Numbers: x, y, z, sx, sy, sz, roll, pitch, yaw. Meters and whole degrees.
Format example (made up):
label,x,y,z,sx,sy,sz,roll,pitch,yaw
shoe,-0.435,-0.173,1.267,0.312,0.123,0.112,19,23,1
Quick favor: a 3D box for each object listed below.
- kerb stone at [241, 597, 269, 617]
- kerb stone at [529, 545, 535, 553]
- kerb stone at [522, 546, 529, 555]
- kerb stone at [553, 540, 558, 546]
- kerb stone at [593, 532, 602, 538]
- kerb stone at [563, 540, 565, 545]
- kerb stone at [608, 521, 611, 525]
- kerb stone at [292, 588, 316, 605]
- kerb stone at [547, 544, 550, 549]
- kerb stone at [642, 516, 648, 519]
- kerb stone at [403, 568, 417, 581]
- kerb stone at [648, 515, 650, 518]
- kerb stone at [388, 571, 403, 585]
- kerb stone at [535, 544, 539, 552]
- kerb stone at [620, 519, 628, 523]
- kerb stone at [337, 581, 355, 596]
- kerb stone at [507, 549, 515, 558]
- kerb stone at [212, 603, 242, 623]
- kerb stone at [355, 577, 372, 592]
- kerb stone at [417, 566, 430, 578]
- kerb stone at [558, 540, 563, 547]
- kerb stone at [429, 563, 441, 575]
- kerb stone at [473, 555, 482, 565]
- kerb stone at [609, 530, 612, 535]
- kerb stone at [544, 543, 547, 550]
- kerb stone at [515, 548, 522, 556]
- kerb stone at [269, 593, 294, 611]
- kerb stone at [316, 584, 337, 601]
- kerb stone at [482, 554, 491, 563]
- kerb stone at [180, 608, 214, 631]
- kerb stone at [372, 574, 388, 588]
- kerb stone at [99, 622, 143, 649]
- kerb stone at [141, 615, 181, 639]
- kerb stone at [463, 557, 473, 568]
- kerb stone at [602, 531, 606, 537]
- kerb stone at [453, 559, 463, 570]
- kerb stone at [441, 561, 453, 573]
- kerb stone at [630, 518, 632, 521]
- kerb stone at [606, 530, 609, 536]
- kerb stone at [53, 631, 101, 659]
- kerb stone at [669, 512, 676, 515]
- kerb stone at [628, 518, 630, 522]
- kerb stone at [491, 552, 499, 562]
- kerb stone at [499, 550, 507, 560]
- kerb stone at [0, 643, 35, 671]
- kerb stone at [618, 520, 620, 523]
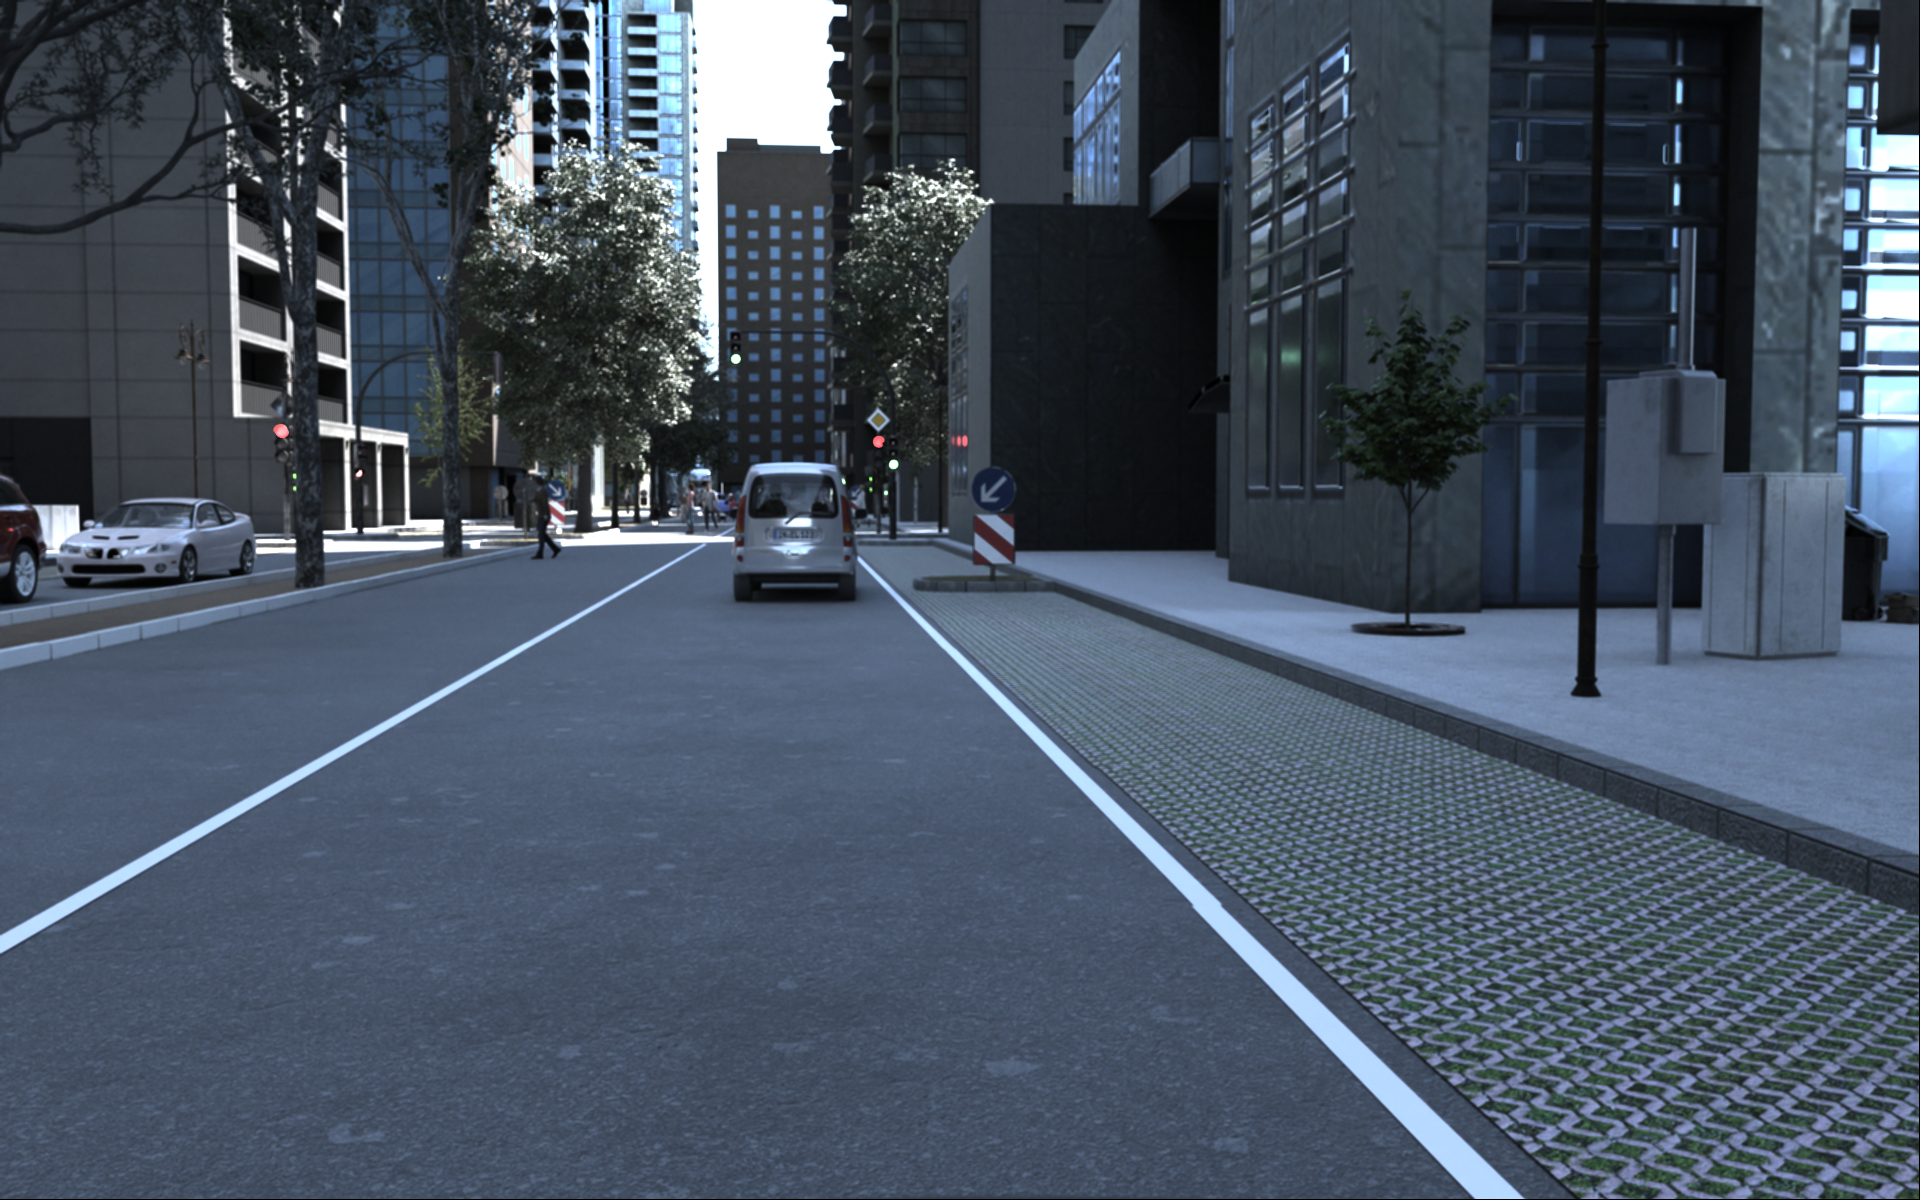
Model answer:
label,x,y,z,sx,sy,sz,roll,pitch,yaw
kerb stone,-8.460,0.097,20.604,0.120,0.150,1.000,0,4,-5
kerb stone,-10.521,-1.211,42.054,0.120,0.150,1.000,0,4,-5
kerb stone,-10.415,-1.152,41.037,0.120,0.150,1.000,0,4,-5
kerb stone,-10.916,-1.465,46.144,0.120,0.150,1.000,0,4,-5
kerb stone,-11.946,-2.120,56.862,0.120,0.150,1.000,0,4,-5
kerb stone,-11.109,-1.590,48.184,0.120,0.150,1.000,0,4,-5
kerb stone,-16.188,-3.477,79.117,0.120,0.150,1.000,0,4,-5
kerb stone,-8.658,-0.028,22.654,0.120,0.150,1.000,0,4,-5
kerb stone,-10.813,-1.401,45.124,0.120,0.150,1.000,0,4,-5
kerb stone,-18.149,-4.730,99.524,0.120,0.150,1.000,0,4,-5
kerb stone,-9.243,-0.404,28.799,0.120,0.150,1.000,0,4,-5
kerb stone,-18.257,-4.792,100.545,0.120,0.150,1.000,0,4,-5
kerb stone,-9.147,-0.342,27.781,0.120,0.150,1.000,0,4,-5
kerb stone,-10.618,-1.277,43.077,0.120,0.150,1.000,0,4,-5
kerb stone,-16.979,-3.980,87.265,0.120,0.150,1.000,0,4,-5
kerb stone,-8.856,-0.154,24.714,0.120,0.150,1.000,0,4,-5
kerb stone,-10.220,-1.028,38.997,0.120,0.150,1.000,0,4,-5
kerb stone,-8.366,0.160,19.581,0.120,0.150,1.000,0,4,-5
kerb stone,-8.957,-0.210,25.738,0.120,0.150,1.000,0,4,-5
kerb stone,-9.341,-0.460,29.817,0.120,0.150,1.000,0,4,-5
kerb stone,-11.016,-1.527,47.162,0.120,0.150,1.000,0,4,-5
kerb stone,-9.442,-0.528,30.835,0.120,0.150,1.000,0,4,-5
kerb stone,-9.839,-0.775,34.907,0.120,0.150,1.000,0,4,-5
kerb stone,-12.240,-2.305,59.916,0.120,0.150,1.000,0,4,-5
kerb stone,-10.721,-1.340,44.100,0.120,0.150,1.000,0,4,-5
kerb stone,-10.325,-1.090,40.019,0.120,0.150,1.000,0,4,-5
kerb stone,-8.556,0.037,21.637,0.120,0.150,1.000,0,4,-5
kerb stone,-8.748,-0.091,23.682,0.120,0.150,1.000,0,4,-5
kerb stone,-9.936,-0.840,35.924,0.120,0.150,1.000,0,4,-5
kerb stone,-8.257,0.223,18.565,0.120,0.150,1.000,0,4,-5
kerb stone,-9.050,-0.271,26.756,0.120,0.150,1.000,0,4,-5
kerb stone,-8.066,0.350,16.510,0.120,0.150,1.000,0,4,-5
kerb stone,-8.161,0.286,17.545,0.120,0.150,1.000,0,4,-5
kerb stone,-9.738,-0.715,33.890,0.120,0.150,1.000,0,4,-5
kerb stone,-12.046,-2.180,57.881,0.120,0.150,1.000,0,4,-5
kerb stone,-9.635,-0.648,32.874,0.120,0.150,1.000,0,4,-5
kerb stone,-9.536,-0.591,31.853,0.120,0.150,1.000,0,4,-5
kerb stone,-17.170,-4.104,89.300,0.120,0.150,1.000,0,4,-5
kerb stone,-12.140,-2.245,58.899,0.120,0.150,1.000,0,4,-5
kerb stone,-7.969,0.418,15.489,0.120,0.150,1.000,0,4,-5
kerb stone,-20.412,-6.165,122.992,0.120,0.150,1.000,0,4,-5
kerb stone,-17.069,-4.036,88.283,0.120,0.150,1.000,0,4,-5
kerb stone,-10.027,-0.900,36.950,0.120,0.150,1.000,0,4,-5
kerb stone,-10.131,-0.963,37.979,0.120,0.150,1.000,0,4,-5
kerb stone,-7.876,0.472,14.471,0.120,0.150,1.000,0,4,-5
kerb stone,-16.584,-3.726,83.195,0.120,0.150,1.000,0,4,-5
